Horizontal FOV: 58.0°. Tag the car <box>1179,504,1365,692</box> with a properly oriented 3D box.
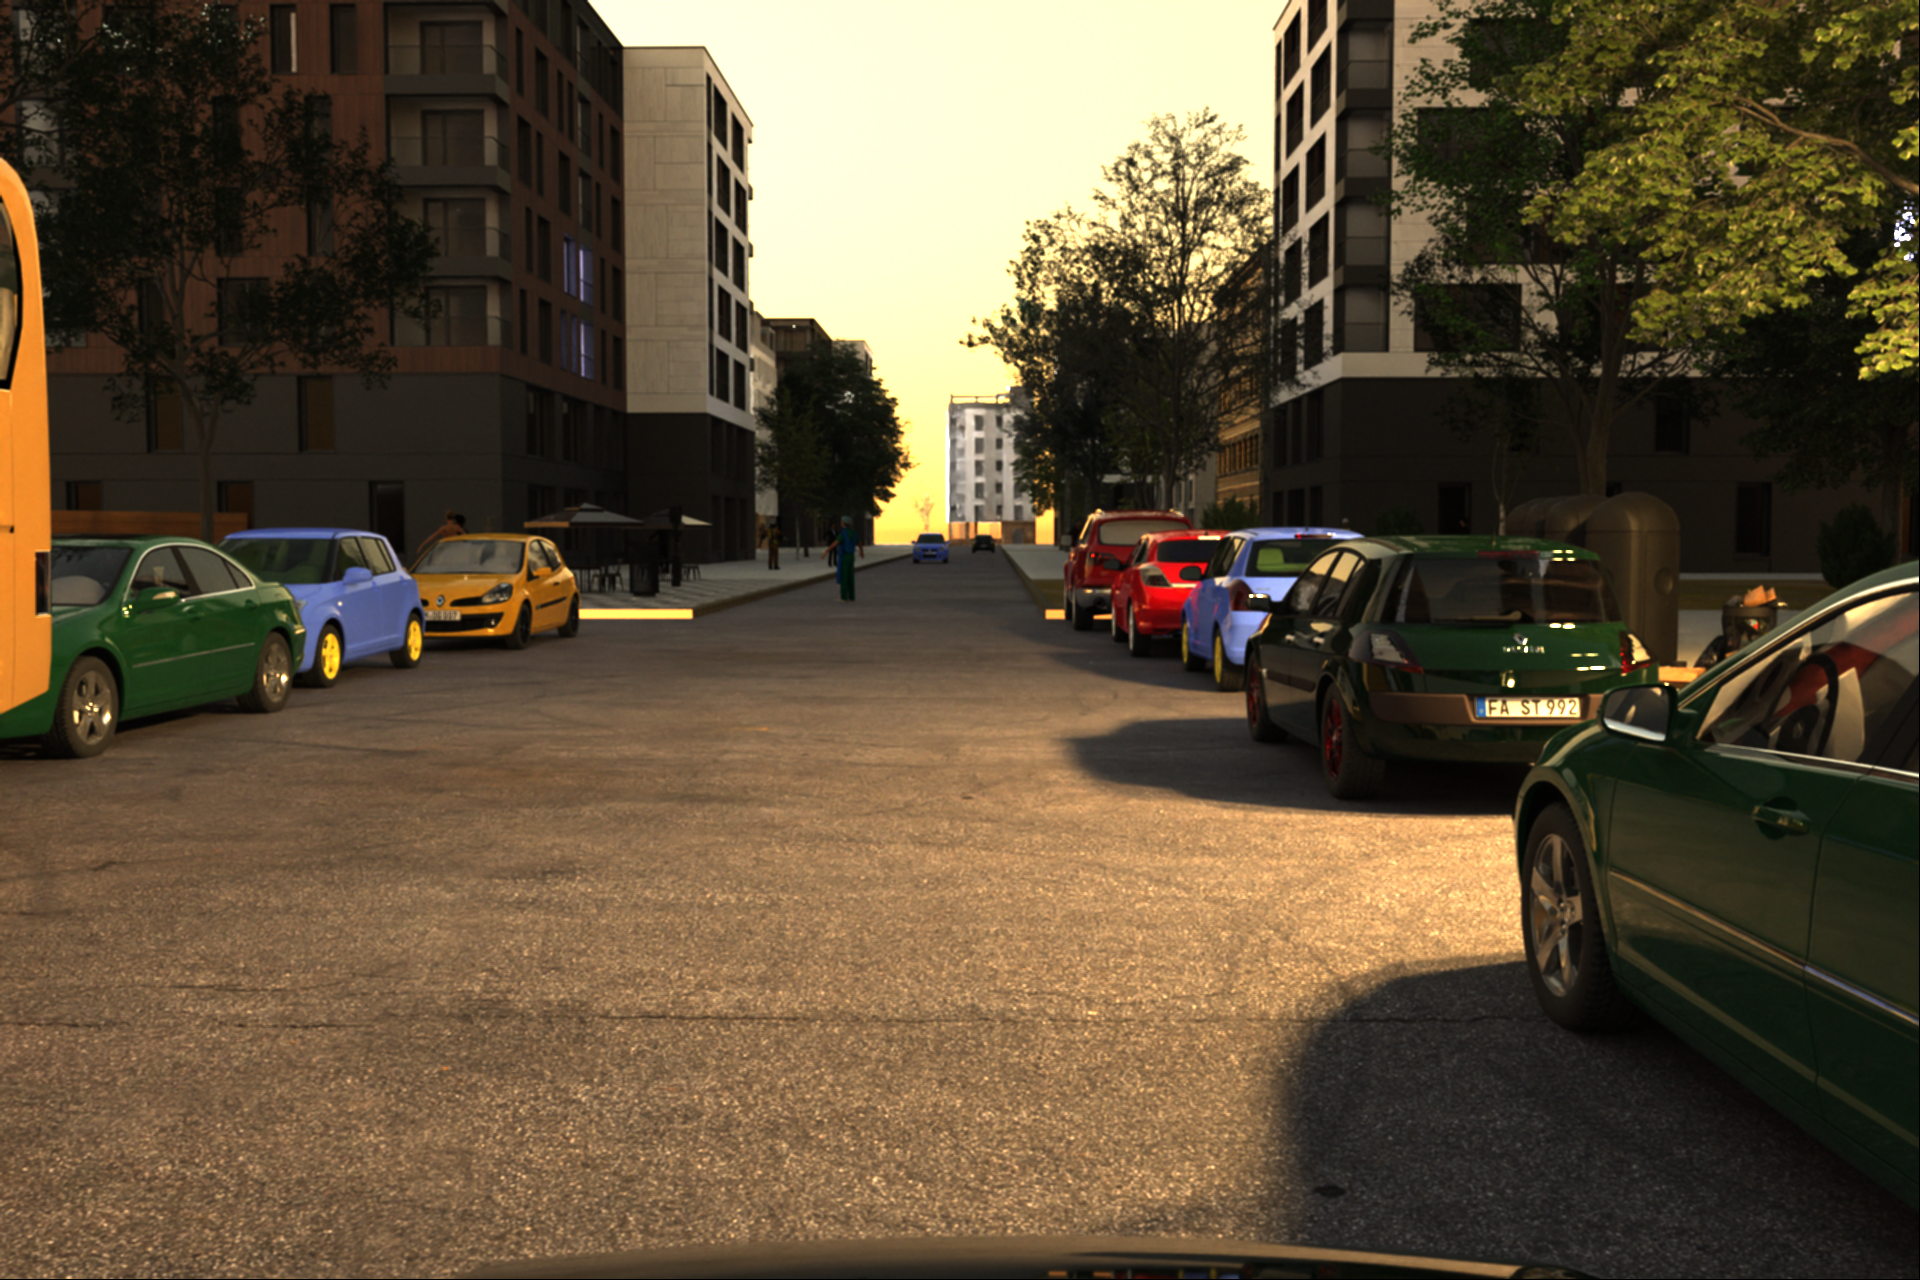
[{"bbox_3d":[3.170,-0.453,16.995,1.945,1.707,3.694,0,3,0],"label":"car"}]

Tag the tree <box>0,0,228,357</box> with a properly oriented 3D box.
[{"bbox_3d":[-12.601,-5.166,18.881,8.767,10.594,7.601,-2,4,-25],"label":"tree"}]

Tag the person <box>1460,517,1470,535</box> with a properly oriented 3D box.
[{"bbox_3d":[15.920,-2.974,54.820,0.705,1.806,1.347,2,4,26],"label":"person"}]

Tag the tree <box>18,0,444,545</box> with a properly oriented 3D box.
[{"bbox_3d":[-12.398,-5.772,28.790,8.767,10.594,7.601,0,4,5],"label":"tree"}]

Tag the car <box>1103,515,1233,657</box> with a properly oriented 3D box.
[{"bbox_3d":[2.898,-0.774,21.693,2.155,1.783,4.494,0,4,1],"label":"car"}]

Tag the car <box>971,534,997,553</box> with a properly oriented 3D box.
[{"bbox_3d":[1.798,-7.473,131.978,2.009,1.686,4.222,0,4,1],"label":"car"}]

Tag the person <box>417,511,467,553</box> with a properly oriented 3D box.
[{"bbox_3d":[-9.848,-1.624,33.357,1.217,1.733,0.721,-3,4,-37],"label":"person"}]

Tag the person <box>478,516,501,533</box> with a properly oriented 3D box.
[{"bbox_3d":[-13.530,-2.683,49.997,1.348,1.813,0.705,1,4,15],"label":"person"}]

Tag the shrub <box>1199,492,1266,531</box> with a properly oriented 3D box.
[{"bbox_3d":[5.099,-1.750,32.657,1.661,2.075,1.752,0,3,0],"label":"shrub"}]

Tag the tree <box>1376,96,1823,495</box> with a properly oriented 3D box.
[{"bbox_3d":[12.868,-6.163,35.173,8.767,10.594,7.601,1,4,10],"label":"tree"}]

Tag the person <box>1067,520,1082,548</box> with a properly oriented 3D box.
[{"bbox_3d":[4.342,-3.513,63.571,1.346,1.812,0.704,-1,4,-14],"label":"person"}]

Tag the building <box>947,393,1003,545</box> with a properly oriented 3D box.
[{"bbox_3d":[-1.313,-22.361,224.472,11.380,20.090,16.016,0,4,-5],"label":"building"}]

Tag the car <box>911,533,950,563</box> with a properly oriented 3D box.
[{"bbox_3d":[-1.440,-4.676,86.036,1.945,1.707,3.694,0,4,1],"label":"car"}]

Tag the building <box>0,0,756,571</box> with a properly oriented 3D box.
[{"bbox_3d":[-24.669,-13.895,71.155,27.936,21.610,32.646,0,4,1],"label":"building"}]

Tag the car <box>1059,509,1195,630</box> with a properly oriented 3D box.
[{"bbox_3d":[2.719,-1.137,27.270,2.281,1.827,5.304,0,4,1],"label":"car"}]

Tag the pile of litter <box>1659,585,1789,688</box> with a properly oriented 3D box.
[{"bbox_3d":[6.357,-0.024,14.354,1.176,0.858,1.719,0,4,1],"label":"pile of litter"}]

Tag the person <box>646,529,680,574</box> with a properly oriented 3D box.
[{"bbox_3d":[-9.570,-3.053,55.850,1.347,1.837,0.705,-3,5,-40],"label":"person"}]

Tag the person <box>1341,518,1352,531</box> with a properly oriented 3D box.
[{"bbox_3d":[12.054,-2.920,54.213,1.216,1.772,0.721,1,4,14],"label":"person"}]

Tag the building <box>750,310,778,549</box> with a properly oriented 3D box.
[{"bbox_3d":[-22.125,-17.821,147.793,16.016,20.090,11.380,0,4,1],"label":"building"}]

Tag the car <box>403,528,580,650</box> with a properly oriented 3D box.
[{"bbox_3d":[-6.201,-0.760,22.649,2.015,1.641,3.980,0,4,1],"label":"car"}]

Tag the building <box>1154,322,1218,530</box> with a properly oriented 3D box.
[{"bbox_3d":[27.187,-17.522,152.950,16.747,18.905,31.486,0,4,1],"label":"building"}]

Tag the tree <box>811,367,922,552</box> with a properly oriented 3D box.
[{"bbox_3d":[-7.792,-13.282,127.529,12.009,13.543,11.850,0,3,0],"label":"tree"}]

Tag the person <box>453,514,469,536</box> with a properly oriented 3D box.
[{"bbox_3d":[-13.836,-2.546,47.764,0.704,1.843,1.345,1,4,18],"label":"person"}]

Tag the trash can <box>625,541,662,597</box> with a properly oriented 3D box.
[{"bbox_3d":[-6.513,-1.472,35.716,0.748,1.137,0.748,0,3,0],"label":"trash can"}]

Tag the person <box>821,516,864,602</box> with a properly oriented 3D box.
[{"bbox_3d":[-2.421,-1.713,36.597,0.704,1.817,1.347,3,4,36],"label":"person"}]

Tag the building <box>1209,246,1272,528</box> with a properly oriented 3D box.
[{"bbox_3d":[25.587,-16.572,101.883,19.493,23.208,18.063,0,4,1],"label":"building"}]

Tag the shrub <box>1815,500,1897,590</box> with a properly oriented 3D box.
[{"bbox_3d":[19.387,-2.023,37.496,1.690,2.028,1.600,0,3,0],"label":"shrub"}]

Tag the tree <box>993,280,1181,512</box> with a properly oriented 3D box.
[{"bbox_3d":[6.532,-10.558,82.997,12.009,13.543,11.850,0,3,0],"label":"tree"}]

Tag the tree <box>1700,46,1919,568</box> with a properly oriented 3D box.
[{"bbox_3d":[23.619,-8.390,43.829,9.857,13.997,8.962,0,3,0],"label":"tree"}]

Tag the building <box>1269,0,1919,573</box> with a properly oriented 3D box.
[{"bbox_3d":[26.602,-13.978,72.507,27.936,21.610,32.646,0,4,1],"label":"building"}]

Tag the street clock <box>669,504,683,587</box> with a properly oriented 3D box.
[{"bbox_3d":[-6.958,-2.313,42.392,0.358,2.002,0.471,0,4,3],"label":"street clock"}]

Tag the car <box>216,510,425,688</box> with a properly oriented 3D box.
[{"bbox_3d":[-6.668,-0.467,17.234,1.945,1.707,3.694,0,4,1],"label":"car"}]

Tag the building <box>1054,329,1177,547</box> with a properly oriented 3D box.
[{"bbox_3d":[24.104,-21.102,188.985,27.936,21.610,32.646,0,4,1],"label":"building"}]

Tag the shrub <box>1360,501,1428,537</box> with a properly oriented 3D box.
[{"bbox_3d":[10.494,-2.300,41.641,1.661,2.075,1.752,0,3,0],"label":"shrub"}]

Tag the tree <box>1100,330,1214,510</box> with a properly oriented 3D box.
[{"bbox_3d":[6.517,-6.634,58.827,4.737,8.622,4.395,0,3,0],"label":"tree"}]

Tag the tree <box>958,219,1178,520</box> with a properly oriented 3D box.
[{"bbox_3d":[6.731,-15.236,105.003,12.611,20.169,13.585,0,3,0],"label":"tree"}]

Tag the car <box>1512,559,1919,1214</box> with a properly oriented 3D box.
[{"bbox_3d":[2.610,0.501,3.603,2.131,1.459,4.920,0,4,1],"label":"car"}]

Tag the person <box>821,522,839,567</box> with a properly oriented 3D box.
[{"bbox_3d":[-4.924,-3.728,67.675,1.216,1.740,0.721,-3,4,-36],"label":"person"}]

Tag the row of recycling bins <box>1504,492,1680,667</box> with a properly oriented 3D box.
[{"bbox_3d":[6.580,-0.687,18.349,1.069,1.692,3.534,0,4,1],"label":"row of recycling bins"}]

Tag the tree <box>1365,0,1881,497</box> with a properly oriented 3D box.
[{"bbox_3d":[9.637,-6.114,25.712,9.928,11.665,9.643,0,3,0],"label":"tree"}]

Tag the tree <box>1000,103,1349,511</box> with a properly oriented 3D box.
[{"bbox_3d":[6.125,-8.533,49.886,12.009,13.543,11.850,0,3,0],"label":"tree"}]

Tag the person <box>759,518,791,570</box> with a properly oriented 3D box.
[{"bbox_3d":[-6.748,-3.486,62.760,1.354,1.858,0.705,2,4,29],"label":"person"}]

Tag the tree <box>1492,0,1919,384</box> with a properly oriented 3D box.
[{"bbox_3d":[8.673,-5.931,15.101,7.486,12.596,7.792,0,3,0],"label":"tree"}]

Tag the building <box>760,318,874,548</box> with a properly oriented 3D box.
[{"bbox_3d":[-23.992,-20.579,180.438,27.936,21.610,32.646,0,4,1],"label":"building"}]

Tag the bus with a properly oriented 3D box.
[{"bbox_3d":[-6.511,-0.743,3.692,2.896,3.916,12.252,0,4,1],"label":"bus"}]

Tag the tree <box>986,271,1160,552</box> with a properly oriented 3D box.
[{"bbox_3d":[8.880,-16.174,120.337,12.611,20.169,13.585,0,3,0],"label":"tree"}]

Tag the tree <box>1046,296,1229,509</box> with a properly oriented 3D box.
[{"bbox_3d":[6.924,-8.182,68.187,7.601,10.594,8.767,-1,4,-15],"label":"tree"}]

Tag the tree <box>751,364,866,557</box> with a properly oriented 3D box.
[{"bbox_3d":[-8.840,-9.864,95.684,7.601,10.594,8.767,-1,4,-13],"label":"tree"}]

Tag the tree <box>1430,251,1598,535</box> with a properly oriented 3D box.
[{"bbox_3d":[13.641,-5.739,44.194,4.360,8.622,3.978,0,3,0],"label":"tree"}]

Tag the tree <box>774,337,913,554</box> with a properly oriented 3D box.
[{"bbox_3d":[-7.552,-12.538,111.645,9.857,13.997,8.962,0,3,0],"label":"tree"}]

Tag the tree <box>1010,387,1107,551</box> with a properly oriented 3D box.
[{"bbox_3d":[7.459,-13.194,133.842,7.486,12.596,7.792,0,3,0],"label":"tree"}]

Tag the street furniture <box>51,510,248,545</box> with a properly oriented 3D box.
[{"bbox_3d":[-16.449,-1.759,35.620,9.812,1.723,11.010,2,4,25],"label":"street furniture"}]

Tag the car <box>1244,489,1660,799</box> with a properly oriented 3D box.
[{"bbox_3d":[2.866,-0.059,10.745,2.009,1.686,4.222,0,4,0],"label":"car"}]

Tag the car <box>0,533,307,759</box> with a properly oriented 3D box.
[{"bbox_3d":[-6.425,-0.048,12.577,2.131,1.459,4.920,0,4,1],"label":"car"}]

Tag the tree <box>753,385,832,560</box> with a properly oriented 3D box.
[{"bbox_3d":[-8.001,-8.229,84.907,4.737,8.622,4.395,0,3,0],"label":"tree"}]

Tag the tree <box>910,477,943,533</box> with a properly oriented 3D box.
[{"bbox_3d":[-3.901,-16.604,221.843,4.360,8.622,3.978,0,3,0],"label":"tree"}]
